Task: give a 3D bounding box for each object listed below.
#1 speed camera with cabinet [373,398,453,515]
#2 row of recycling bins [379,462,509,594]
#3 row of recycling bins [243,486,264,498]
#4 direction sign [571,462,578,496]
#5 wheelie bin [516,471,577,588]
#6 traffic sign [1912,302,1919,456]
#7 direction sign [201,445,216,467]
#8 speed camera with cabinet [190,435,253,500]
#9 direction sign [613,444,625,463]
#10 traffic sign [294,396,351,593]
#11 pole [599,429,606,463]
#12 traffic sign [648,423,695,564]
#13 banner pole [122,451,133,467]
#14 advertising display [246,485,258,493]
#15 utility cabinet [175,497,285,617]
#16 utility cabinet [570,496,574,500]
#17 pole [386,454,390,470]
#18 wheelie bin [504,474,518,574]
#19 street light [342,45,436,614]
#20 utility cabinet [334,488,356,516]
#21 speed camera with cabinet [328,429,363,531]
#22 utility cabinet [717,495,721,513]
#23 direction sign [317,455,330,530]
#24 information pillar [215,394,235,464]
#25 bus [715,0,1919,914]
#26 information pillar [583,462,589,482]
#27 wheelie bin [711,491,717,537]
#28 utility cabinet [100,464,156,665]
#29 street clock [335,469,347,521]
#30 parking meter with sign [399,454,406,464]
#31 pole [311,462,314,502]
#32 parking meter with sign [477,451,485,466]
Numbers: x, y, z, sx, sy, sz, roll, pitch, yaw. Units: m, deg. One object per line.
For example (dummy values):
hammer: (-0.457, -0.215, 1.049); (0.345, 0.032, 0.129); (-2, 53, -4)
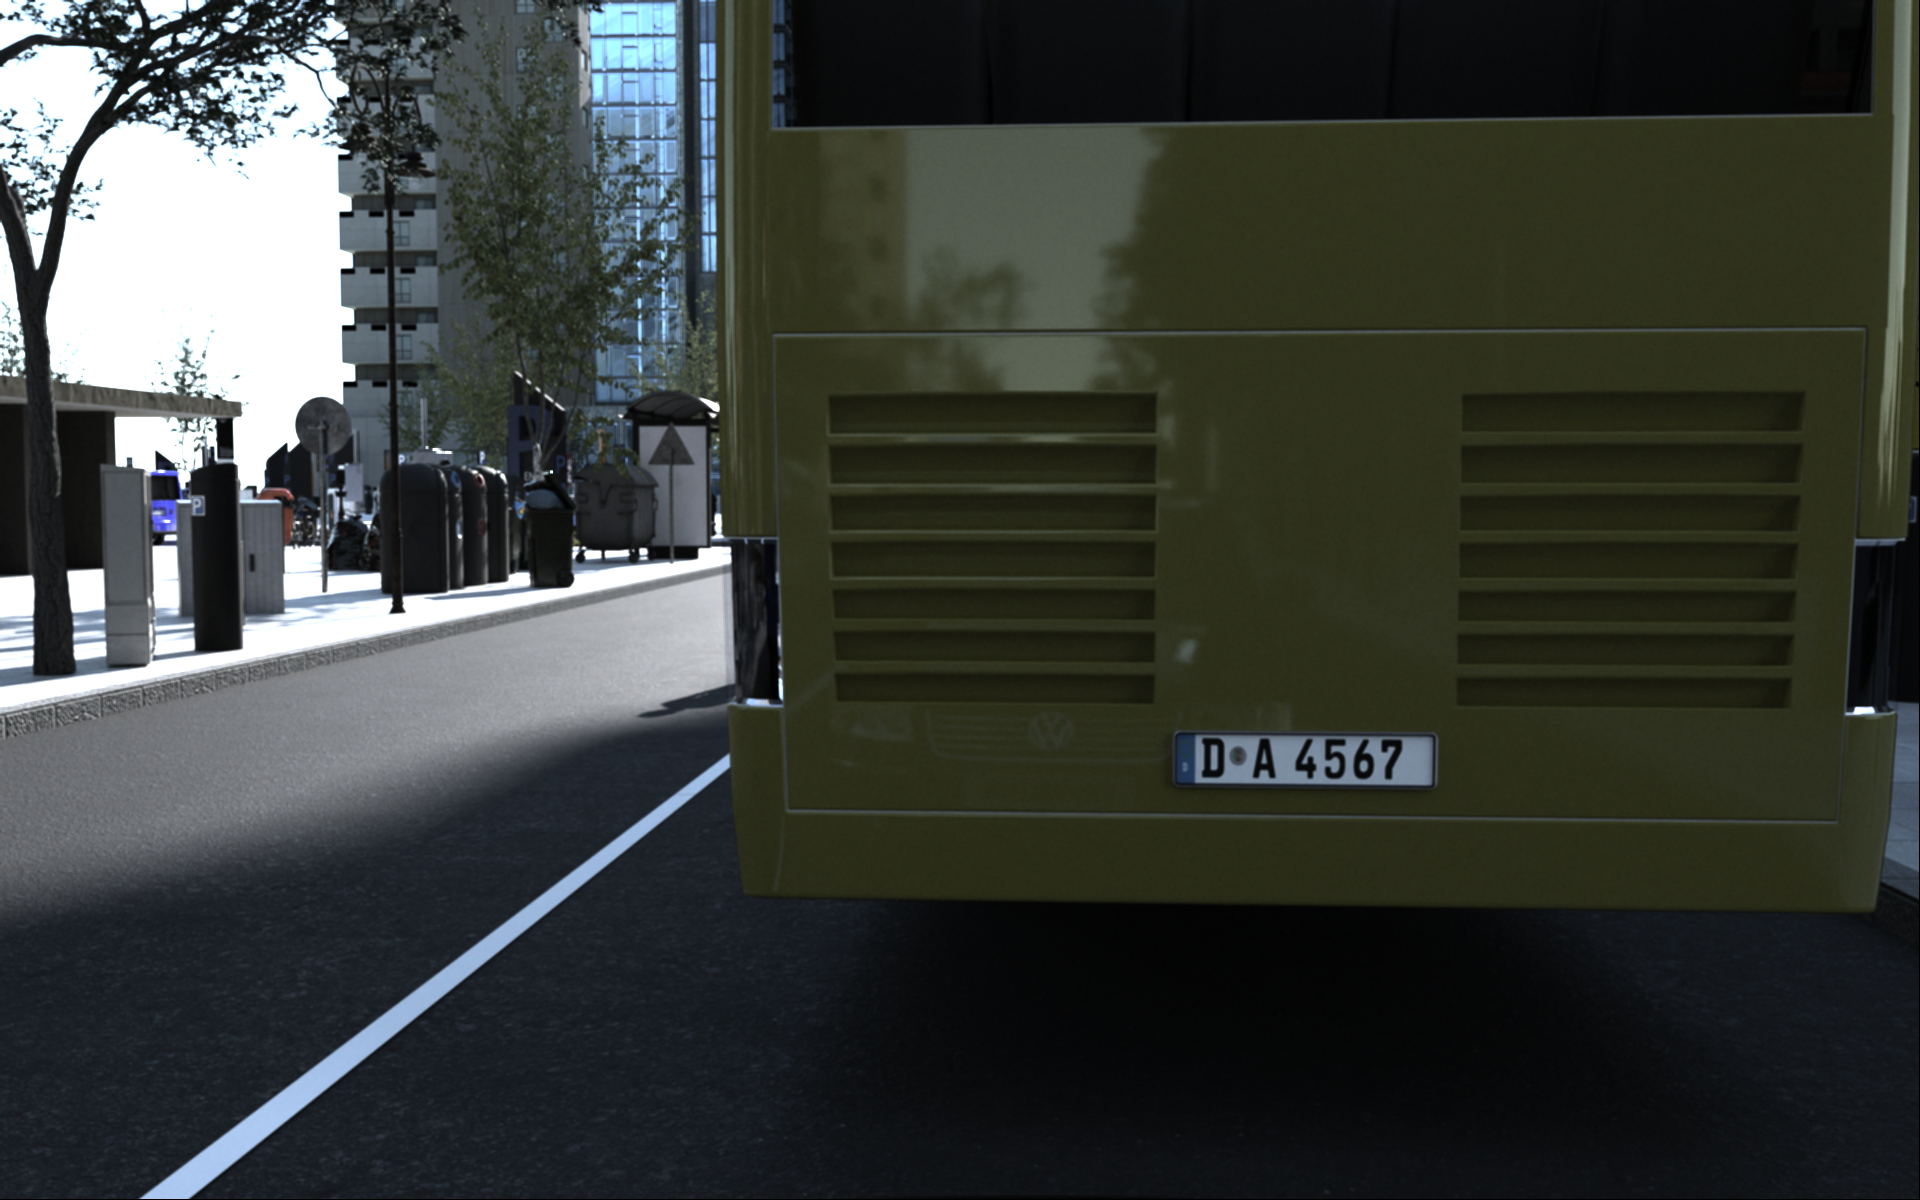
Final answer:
speed camera with cabinet: (-11.030, -2.494, 35.121); (0.660, 3.252, 2.038); (1, 4, 13)
row of recycling bins: (-7.102, -1.025, 23.878); (1.069, 1.692, 3.534); (0, 4, 2)
row of recycling bins: (-38.693, -5.264, 93.176); (3.534, 1.692, 1.069); (-1, 4, -15)
direction sign: (-27.514, -7.990, 122.633); (0.876, 3.537, 0.379); (-1, 4, -17)
wheelie bin: (-5.671, -0.979, 23.915); (0.693, 1.594, 0.980); (-1, 4, -20)
traffic sign: (6.081, -1.078, 11.495); (2.265, 3.308, 0.079); (0, 4, 5)
direction sign: (-35.013, -5.429, 80.767); (0.379, 3.537, 0.876); (1, 4, 17)
speed camera with cabinet: (-25.196, -3.961, 59.104); (0.660, 3.252, 2.038); (2, 4, 31)
direction sign: (-15.540, -5.323, 79.030); (0.876, 3.537, 0.379); (3, 5, 43)
traffic sign: (-8.277, -1.369, 22.497); (0.768, 2.556, 0.104); (0, 4, 6)
pole: (-11.171, -3.688, 54.142); (0.158, 3.312, 0.155); (0, 3, 0)
traffic sign: (-5.258, -1.929, 31.546); (0.884, 2.594, 0.081); (1, 4, 11)
banner pole: (-48.899, -6.834, 101.745); (0.401, 3.779, 0.863); (2, 4, 31)
advertising display: (-49.859, -7.143, 122.002); (0.123, 1.923, 0.974); (1, 4, 21)
utility cabinet: (-7.757, -0.444, 18.423); (1.020, 1.237, 0.306); (-2, 4, -31)
utility cabinet: (-15.462, -3.458, 67.694); (0.306, 1.237, 1.020); (1, 4, 14)
pole: (-29.466, -5.836, 89.257); (0.158, 3.312, 0.155); (0, 3, 0)
wheelie bin: (-7.452, -1.219, 27.834); (0.980, 1.594, 0.693); (0, 4, -2)
street light: (-6.060, -2.795, 18.492); (0.468, 5.910, 1.993); (0, 4, 4)
utility cabinet: (-23.881, -3.592, 67.415); (0.318, 1.500, 1.173); (1, 4, 13)
speed camera with cabinet: (-18.837, -3.588, 53.005); (0.660, 3.252, 2.038); (-2, 4, -33)
utility cabinet: (-16.096, -6.421, 116.142); (0.306, 1.237, 1.020); (-1, 4, -14)
direction sign: (-22.204, -4.185, 60.428); (0.876, 3.537, 0.379); (3, 5, 43)
information pillar: (-17.272, -3.020, 40.724); (0.183, 3.616, 0.504); (1, 4, 22)
bus: (1.099, -1.108, 9.670); (2.896, 3.916, 12.252); (0, 4, 4)
information pillar: (-26.892, -8.153, 124.659); (0.504, 3.616, 0.183); (-2, 4, -27)
wheelie bin: (-7.729, -2.712, 52.248); (0.693, 1.594, 0.980); (-2, 4, -24)
utility cabinet: (-6.367, -0.283, 13.305); (0.318, 1.500, 1.173); (-1, 4, -23)
street clock: (-17.938, -2.791, 50.210); (0.358, 2.002, 0.471); (-1, 4, -18)
parking meter with sign: (-23.633, -4.833, 75.285); (1.738, 3.016, 0.543); (1, 4, 23)
pole: (-40.580, -7.006, 108.396); (0.158, 3.312, 0.155); (0, 3, 0)
parking meter with sign: (-18.600, -4.521, 70.180); (1.738, 3.016, 0.543); (1, 4, 10)
